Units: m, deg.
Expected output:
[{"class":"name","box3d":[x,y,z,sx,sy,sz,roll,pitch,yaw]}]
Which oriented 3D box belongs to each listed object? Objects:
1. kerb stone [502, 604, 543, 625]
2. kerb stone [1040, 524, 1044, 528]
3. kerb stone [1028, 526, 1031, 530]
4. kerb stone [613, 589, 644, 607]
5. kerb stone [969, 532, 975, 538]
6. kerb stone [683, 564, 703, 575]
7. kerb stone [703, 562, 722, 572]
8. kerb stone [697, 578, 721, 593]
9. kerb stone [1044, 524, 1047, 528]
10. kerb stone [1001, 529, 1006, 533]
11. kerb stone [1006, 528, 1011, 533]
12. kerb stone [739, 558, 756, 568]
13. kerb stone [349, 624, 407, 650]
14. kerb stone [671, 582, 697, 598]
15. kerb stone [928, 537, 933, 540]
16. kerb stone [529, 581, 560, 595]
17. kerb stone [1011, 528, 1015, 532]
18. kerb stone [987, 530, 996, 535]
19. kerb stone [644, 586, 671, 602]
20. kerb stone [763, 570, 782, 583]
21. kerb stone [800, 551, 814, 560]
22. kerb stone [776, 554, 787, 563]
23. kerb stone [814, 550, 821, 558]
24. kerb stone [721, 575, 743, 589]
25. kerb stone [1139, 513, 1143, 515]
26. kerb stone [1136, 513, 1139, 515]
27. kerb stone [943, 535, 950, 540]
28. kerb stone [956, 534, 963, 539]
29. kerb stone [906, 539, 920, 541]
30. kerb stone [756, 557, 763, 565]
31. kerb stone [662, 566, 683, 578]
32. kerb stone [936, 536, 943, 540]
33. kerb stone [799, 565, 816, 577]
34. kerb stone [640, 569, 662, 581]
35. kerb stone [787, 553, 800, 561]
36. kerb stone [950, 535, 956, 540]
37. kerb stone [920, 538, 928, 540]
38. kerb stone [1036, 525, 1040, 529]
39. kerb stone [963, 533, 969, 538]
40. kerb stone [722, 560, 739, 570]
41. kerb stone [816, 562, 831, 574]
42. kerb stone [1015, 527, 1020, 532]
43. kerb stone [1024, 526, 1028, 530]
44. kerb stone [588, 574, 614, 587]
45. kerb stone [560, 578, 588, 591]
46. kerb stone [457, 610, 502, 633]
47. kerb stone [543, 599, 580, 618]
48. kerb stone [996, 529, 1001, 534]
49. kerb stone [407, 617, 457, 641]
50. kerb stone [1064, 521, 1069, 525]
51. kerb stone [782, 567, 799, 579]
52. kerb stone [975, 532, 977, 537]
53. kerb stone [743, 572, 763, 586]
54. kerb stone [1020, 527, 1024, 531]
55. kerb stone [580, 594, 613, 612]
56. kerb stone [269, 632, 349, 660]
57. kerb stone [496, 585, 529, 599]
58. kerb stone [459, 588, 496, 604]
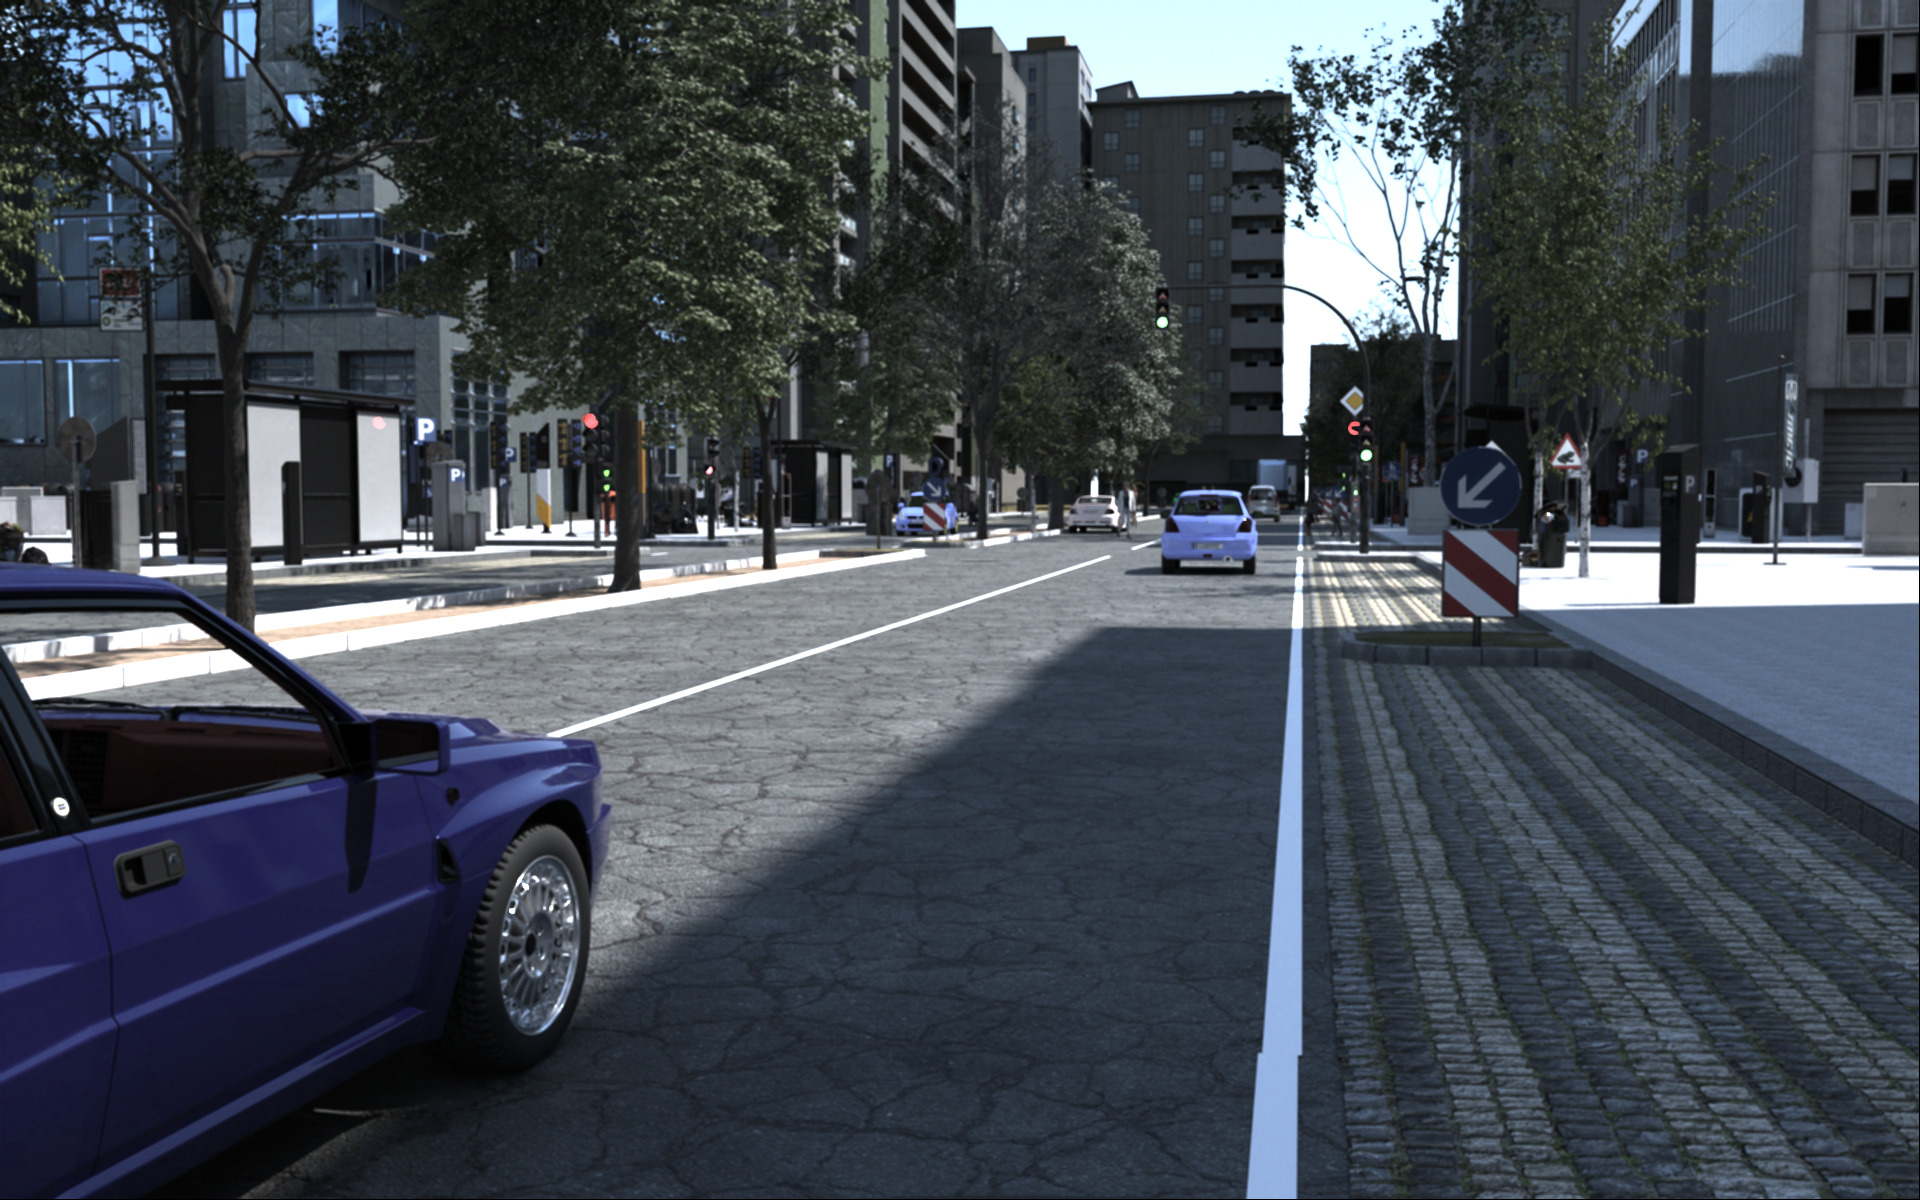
[{"class":"kerb stone","box3d":[-4.963,0.173,19.369,0.120,0.150,1.000,1,4,11]},{"class":"kerb stone","box3d":[3.223,-3.017,71.624,0.120,0.150,1.000,1,4,11]},{"class":"kerb stone","box3d":[2.627,-2.839,68.615,0.120,0.150,1.000,1,4,11]},{"class":"kerb stone","box3d":[-4.366,-0.012,22.394,0.120,0.150,1.000,1,4,11]},{"class":"kerb stone","box3d":[0.247,-2.100,56.559,0.120,0.150,1.000,1,4,11]},{"class":"kerb stone","box3d":[-4.846,-0.527,30.823,0.120,0.150,1.000,1,4,11]},{"class":"kerb stone","box3d":[-4.641,-0.587,31.828,0.120,0.150,1.000,1,4,11]},{"class":"kerb stone","box3d":[-3.771,-0.196,25.411,0.120,0.150,1.000,1,4,11]},{"class":"kerb stone","box3d":[3.428,-3.084,72.630,0.120,0.150,1.000,1,4,11]},{"class":"kerb stone","box3d":[1.431,-2.470,62.581,0.120,0.150,1.000,1,4,11]},{"class":"kerb stone","box3d":[1.641,-2.532,63.591,0.120,0.150,1.000,1,4,11]},{"class":"kerb stone","box3d":[-4.246,-0.706,33.834,0.120,0.150,1.000,1,4,11]},{"class":"kerb stone","box3d":[-5.555,0.357,16.357,0.120,0.150,1.000,1,4,11]},{"class":"kerb stone","box3d":[-3.967,-0.135,24.404,0.120,0.150,1.000,1,4,11]},{"class":"kerb stone","box3d":[-0.951,-1.727,50.520,0.120,0.150,1.000,1,4,11]},{"class":"kerb stone","box3d":[-6.032,-0.156,24.799,0.120,0.150,1.000,1,4,11]},{"class":"kerb stone","box3d":[1.832,-2.587,64.596,0.120,0.150,1.000,1,4,11]},{"class":"kerb stone","box3d":[1.039,-2.347,60.574,0.120,0.150,1.000,1,4,11]},{"class":"kerb stone","box3d":[-4.171,-0.074,23.403,0.120,0.150,1.000,1,4,11]},{"class":"kerb stone","box3d":[-3.169,-0.381,28.421,0.120,0.150,1.000,1,4,11]},{"class":"kerb stone","box3d":[-3.452,-0.957,37.854,0.120,0.150,1.000,1,4,11]},{"class":"kerb stone","box3d":[-3.847,-0.829,35.844,0.120,0.150,1.000,1,4,11]},{"class":"kerb stone","box3d":[-3.252,-1.015,38.856,0.120,0.150,1.000,1,4,11]},{"class":"kerb stone","box3d":[-3.572,-0.258,26.417,0.120,0.150,1.000,1,4,11]},{"class":"kerb stone","box3d":[12.175,-5.788,116.880,0.120,0.150,1.000,1,4,11]},{"class":"kerb stone","box3d":[11.371,-5.542,112.855,0.120,0.150,1.000,1,4,11]},{"class":"kerb stone","box3d":[-0.553,-1.855,52.529,0.120,0.150,1.000,1,4,11]},{"class":"kerb stone","box3d":[-0.146,-1.979,54.549,0.120,0.150,1.000,1,4,11]},{"class":"kerb stone","box3d":[-1.350,-1.606,48.501,0.120,0.150,1.000,1,4,11]},{"class":"kerb stone","box3d":[-4.050,-0.767,34.840,0.120,0.150,1.000,1,4,11]},{"class":"kerb stone","box3d":[-5.046,-0.462,29.818,0.120,0.150,1.000,1,4,11]},{"class":"kerb stone","box3d":[-0.751,-1.794,51.524,0.120,0.150,1.000,1,4,11]},{"class":"kerb stone","box3d":[-2.779,-0.496,30.429,0.120,0.150,1.000,1,4,11]},{"class":"kerb stone","box3d":[-5.240,-0.405,28.811,0.120,0.150,1.000,1,4,11]},{"class":"kerb stone","box3d":[-3.651,-0.896,36.847,0.120,0.150,1.000,1,4,11]},{"class":"kerb stone","box3d":[-0.347,-1.912,53.540,0.120,0.150,1.000,1,4,11]},{"class":"kerb stone","box3d":[-1.150,-1.671,49.517,0.120,0.150,1.000,1,4,11]},{"class":"kerb stone","box3d":[3.023,-2.962,70.621,0.120,0.150,1.000,1,4,11]},{"class":"kerb stone","box3d":[0.047,-2.038,55.556,0.120,0.150,1.000,1,4,11]},{"class":"kerb stone","box3d":[-4.448,-0.651,32.832,0.120,0.150,1.000,1,4,11]},{"class":"kerb stone","box3d":[-2.582,-0.559,31.434,0.120,0.150,1.000,1,4,11]},{"class":"kerb stone","box3d":[2.027,-2.655,65.599,0.120,0.150,1.000,1,4,11]},{"class":"kerb stone","box3d":[2.433,-2.778,67.611,0.120,0.150,1.000,1,4,11]},{"class":"kerb stone","box3d":[-5.638,-0.275,26.807,0.120,0.150,1.000,1,4,11]},{"class":"kerb stone","box3d":[-5.833,-0.221,25.802,0.120,0.150,1.000,1,4,11]},{"class":"kerb stone","box3d":[-5.165,0.238,18.367,0.120,0.150,1.000,1,4,11]},{"class":"kerb stone","box3d":[-4.769,0.111,20.381,0.120,0.150,1.000,1,4,11]},{"class":"kerb stone","box3d":[1.237,-2.402,61.577,0.120,0.150,1.000,1,4,11]},{"class":"kerb stone","box3d":[-5.361,0.295,17.364,0.120,0.150,1.000,1,4,11]},{"class":"kerb stone","box3d":[5.010,-3.578,80.688,0.120,0.150,1.000,1,4,11]},{"class":"kerb stone","box3d":[-2.984,-0.441,29.428,0.120,0.150,1.000,1,4,11]},{"class":"kerb stone","box3d":[0.439,-2.163,57.563,0.120,0.150,1.000,1,4,11]},{"class":"kerb stone","box3d":[-3.373,-0.320,27.420,0.120,0.150,1.000,1,4,11]},{"class":"kerb stone","box3d":[2.230,-2.713,66.608,0.120,0.150,1.000,1,4,11]},{"class":"kerb stone","box3d":[-4.569,0.051,21.392,0.120,0.150,1.000,1,4,11]},{"class":"kerb stone","box3d":[-5.769,0.418,15.357,0.120,0.150,1.000,1,4,11]},{"class":"kerb stone","box3d":[-6.233,-0.098,23.797,0.120,0.150,1.000,1,4,11]},{"class":"kerb stone","box3d":[-6.429,-0.037,22.794,0.120,0.150,1.000,1,4,11]}]
